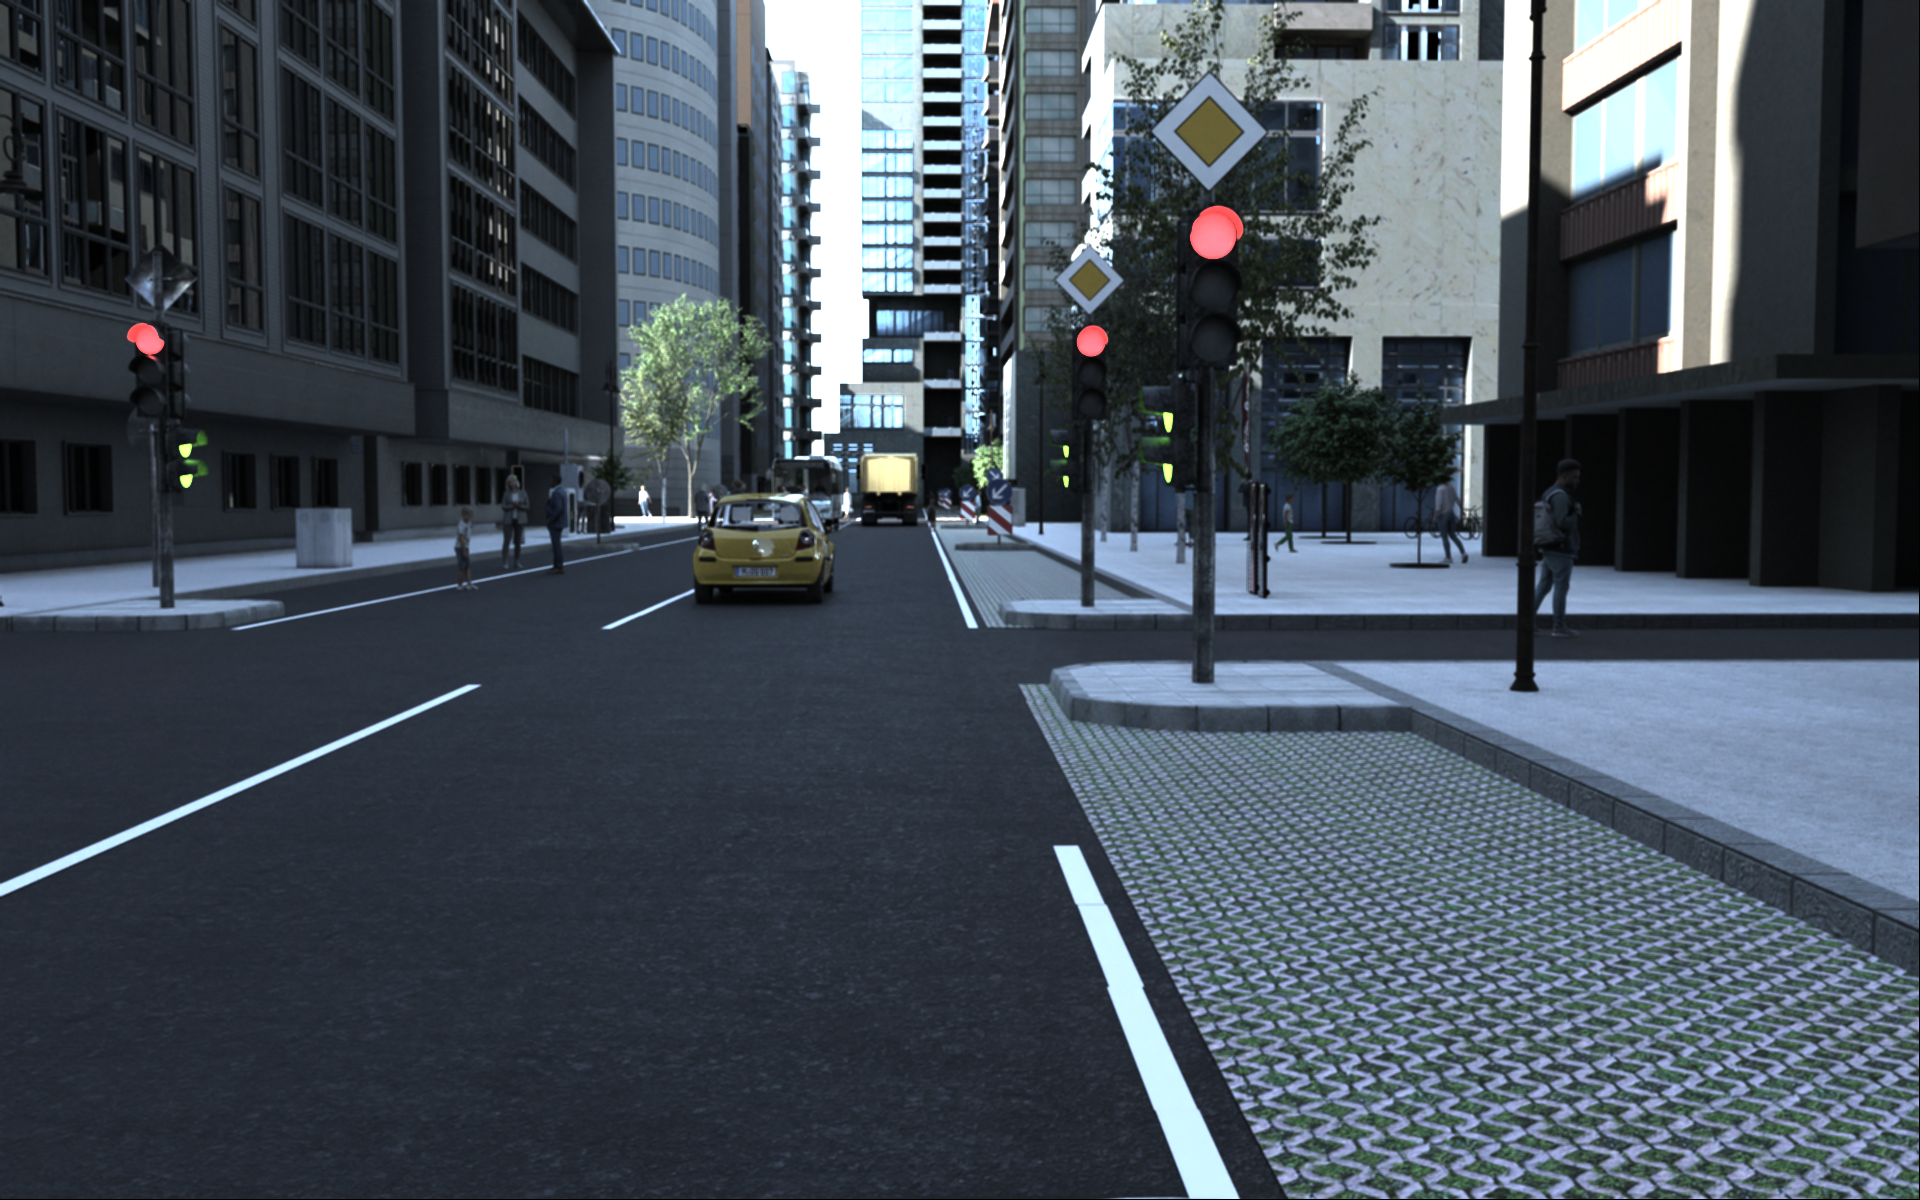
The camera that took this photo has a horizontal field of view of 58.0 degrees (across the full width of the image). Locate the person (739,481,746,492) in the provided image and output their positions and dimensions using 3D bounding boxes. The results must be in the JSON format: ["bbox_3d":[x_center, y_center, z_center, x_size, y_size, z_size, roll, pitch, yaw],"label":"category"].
[{"bbox_3d":[-6.089,-2.462,48.946,0.583,1.804,0.606,1,4,15],"label":"person"}]

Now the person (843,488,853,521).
[{"bbox_3d":[-5.995,-5.074,91.811,0.624,1.780,0.694,-2,4,-35],"label":"person"}]

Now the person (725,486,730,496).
[{"bbox_3d":[-10.748,-4.381,80.151,0.660,1.820,0.620,1,4,20],"label":"person"}]

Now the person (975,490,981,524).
[{"bbox_3d":[0.795,-3.967,75.176,0.330,1.601,0.589,0,4,-2],"label":"person"}]

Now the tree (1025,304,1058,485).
[{"bbox_3d":[3.861,-5.906,46.920,4.737,8.622,4.395,0,3,0],"label":"tree"}]

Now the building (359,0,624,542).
[{"bbox_3d":[-21.331,-14.744,60.128,14.314,24.678,30.058,0,4,-1],"label":"building"}]

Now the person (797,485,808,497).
[{"bbox_3d":[-6.164,-3.587,67.321,0.511,1.800,0.466,0,4,7],"label":"person"}]

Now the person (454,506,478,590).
[{"bbox_3d":[-7.391,-0.778,25.900,0.352,1.250,0.332,3,4,37],"label":"person"}]

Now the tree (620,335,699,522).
[{"bbox_3d":[-13.835,-7.932,80.049,4.737,8.622,4.395,0,3,0],"label":"tree"}]

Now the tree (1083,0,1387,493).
[{"bbox_3d":[3.955,-4.599,25.564,4.737,8.622,4.395,0,3,0],"label":"tree"}]

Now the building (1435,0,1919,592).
[{"bbox_3d":[24.221,-23.030,31.172,28.867,44.769,22.147,0,4,-1],"label":"building"}]

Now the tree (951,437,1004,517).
[{"bbox_3d":[2.205,-7.063,99.189,4.285,4.588,4.351,0,3,0],"label":"tree"}]

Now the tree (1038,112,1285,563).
[{"bbox_3d":[3.899,-4.992,31.986,4.360,8.622,3.978,0,3,0],"label":"tree"}]

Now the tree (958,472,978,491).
[{"bbox_3d":[0.872,-9.590,151.393,1.663,3.219,1.824,0,3,0],"label":"tree"}]

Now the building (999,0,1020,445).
[{"bbox_3d":[14.076,-30.853,128.149,21.300,48.544,21.600,0,4,-1],"label":"building"}]

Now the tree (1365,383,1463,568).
[{"bbox_3d":[7.924,-2.184,30.311,1.663,3.219,1.824,0,3,0],"label":"tree"}]

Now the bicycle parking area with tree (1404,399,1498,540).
[{"bbox_3d":[17.999,-3.831,49.636,9.016,4.147,8.231,-2,4,-27],"label":"bicycle parking area with tree"}]

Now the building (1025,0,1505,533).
[{"bbox_3d":[13.773,-46.357,70.607,22.319,86.520,31.000,0,4,-1],"label":"building"}]

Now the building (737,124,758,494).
[{"bbox_3d":[-22.893,-21.874,129.348,14.160,30.474,14.107,0,4,-1],"label":"building"}]

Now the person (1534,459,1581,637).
[{"bbox_3d":[6.013,-0.524,17.422,0.721,1.781,0.623,-1,4,-10],"label":"person"}]

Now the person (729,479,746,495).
[{"bbox_3d":[-5.071,-1.895,39.908,0.534,1.772,0.576,2,4,32],"label":"person"}]

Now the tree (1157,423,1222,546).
[{"bbox_3d":[5.982,-2.980,43.325,1.663,3.219,1.824,0,3,0],"label":"tree"}]

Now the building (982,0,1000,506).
[{"bbox_3d":[13.243,-30.508,153.438,22.147,44.769,28.867,0,4,-1],"label":"building"}]

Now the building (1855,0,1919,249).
[{"bbox_3d":[12.259,-21.516,1.897,14.600,45.320,14.200,0,4,-1],"label":"building"}]

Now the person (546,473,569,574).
[{"bbox_3d":[-7.281,-1.383,31.287,0.419,1.800,0.721,-1,4,-13],"label":"person"}]

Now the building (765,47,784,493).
[{"bbox_3d":[-23.728,-29.212,161.204,14.086,41.232,14.154,0,4,-1],"label":"building"}]

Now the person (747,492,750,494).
[{"bbox_3d":[-8.343,-3.501,68.335,0.523,1.515,0.503,-1,4,-18],"label":"person"}]

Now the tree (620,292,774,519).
[{"bbox_3d":[-13.567,-9.933,88.152,9.928,11.665,9.643,0,3,0],"label":"tree"}]

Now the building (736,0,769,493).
[{"bbox_3d":[-23.449,-30.173,143.435,14.600,45.320,14.200,0,4,-1],"label":"building"}]

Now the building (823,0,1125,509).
[{"bbox_3d":[0.945,-53.656,189.949,31.000,86.520,22.319,0,4,-1],"label":"building"}]

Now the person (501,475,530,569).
[{"bbox_3d":[-8.602,-1.520,33.536,0.537,1.800,0.526,-1,4,-14],"label":"person"}]

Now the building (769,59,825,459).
[{"bbox_3d":[-30.184,-34.918,190.518,30.456,49.044,23.786,0,4,-1],"label":"building"}]

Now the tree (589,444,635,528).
[{"bbox_3d":[-13.177,-4.369,66.026,1.663,3.219,1.824,0,3,0],"label":"tree"}]

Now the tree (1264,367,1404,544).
[{"bbox_3d":[10.178,-3.748,44.988,4.285,4.588,4.351,0,3,0],"label":"tree"}]

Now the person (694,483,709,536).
[{"bbox_3d":[-8.913,-3.132,59.885,0.537,1.800,0.526,1,4,18],"label":"person"}]

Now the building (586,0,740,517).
[{"bbox_3d":[-25.792,-34.575,107.294,21.231,58.520,28.212,0,4,-1],"label":"building"}]

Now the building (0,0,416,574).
[{"bbox_3d":[-20.899,-14.644,32.944,14.314,27.812,24.014,0,4,-1],"label":"building"}]

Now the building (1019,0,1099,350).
[{"bbox_3d":[10.696,-26.109,110.473,14.154,41.232,14.086,0,4,-1],"label":"building"}]

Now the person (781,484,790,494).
[{"bbox_3d":[-6.541,-3.387,64.072,0.606,1.804,0.583,1,4,20],"label":"person"}]

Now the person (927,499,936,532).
[{"bbox_3d":[-1.092,-3.217,65.764,0.362,1.253,0.373,-2,4,-30],"label":"person"}]
